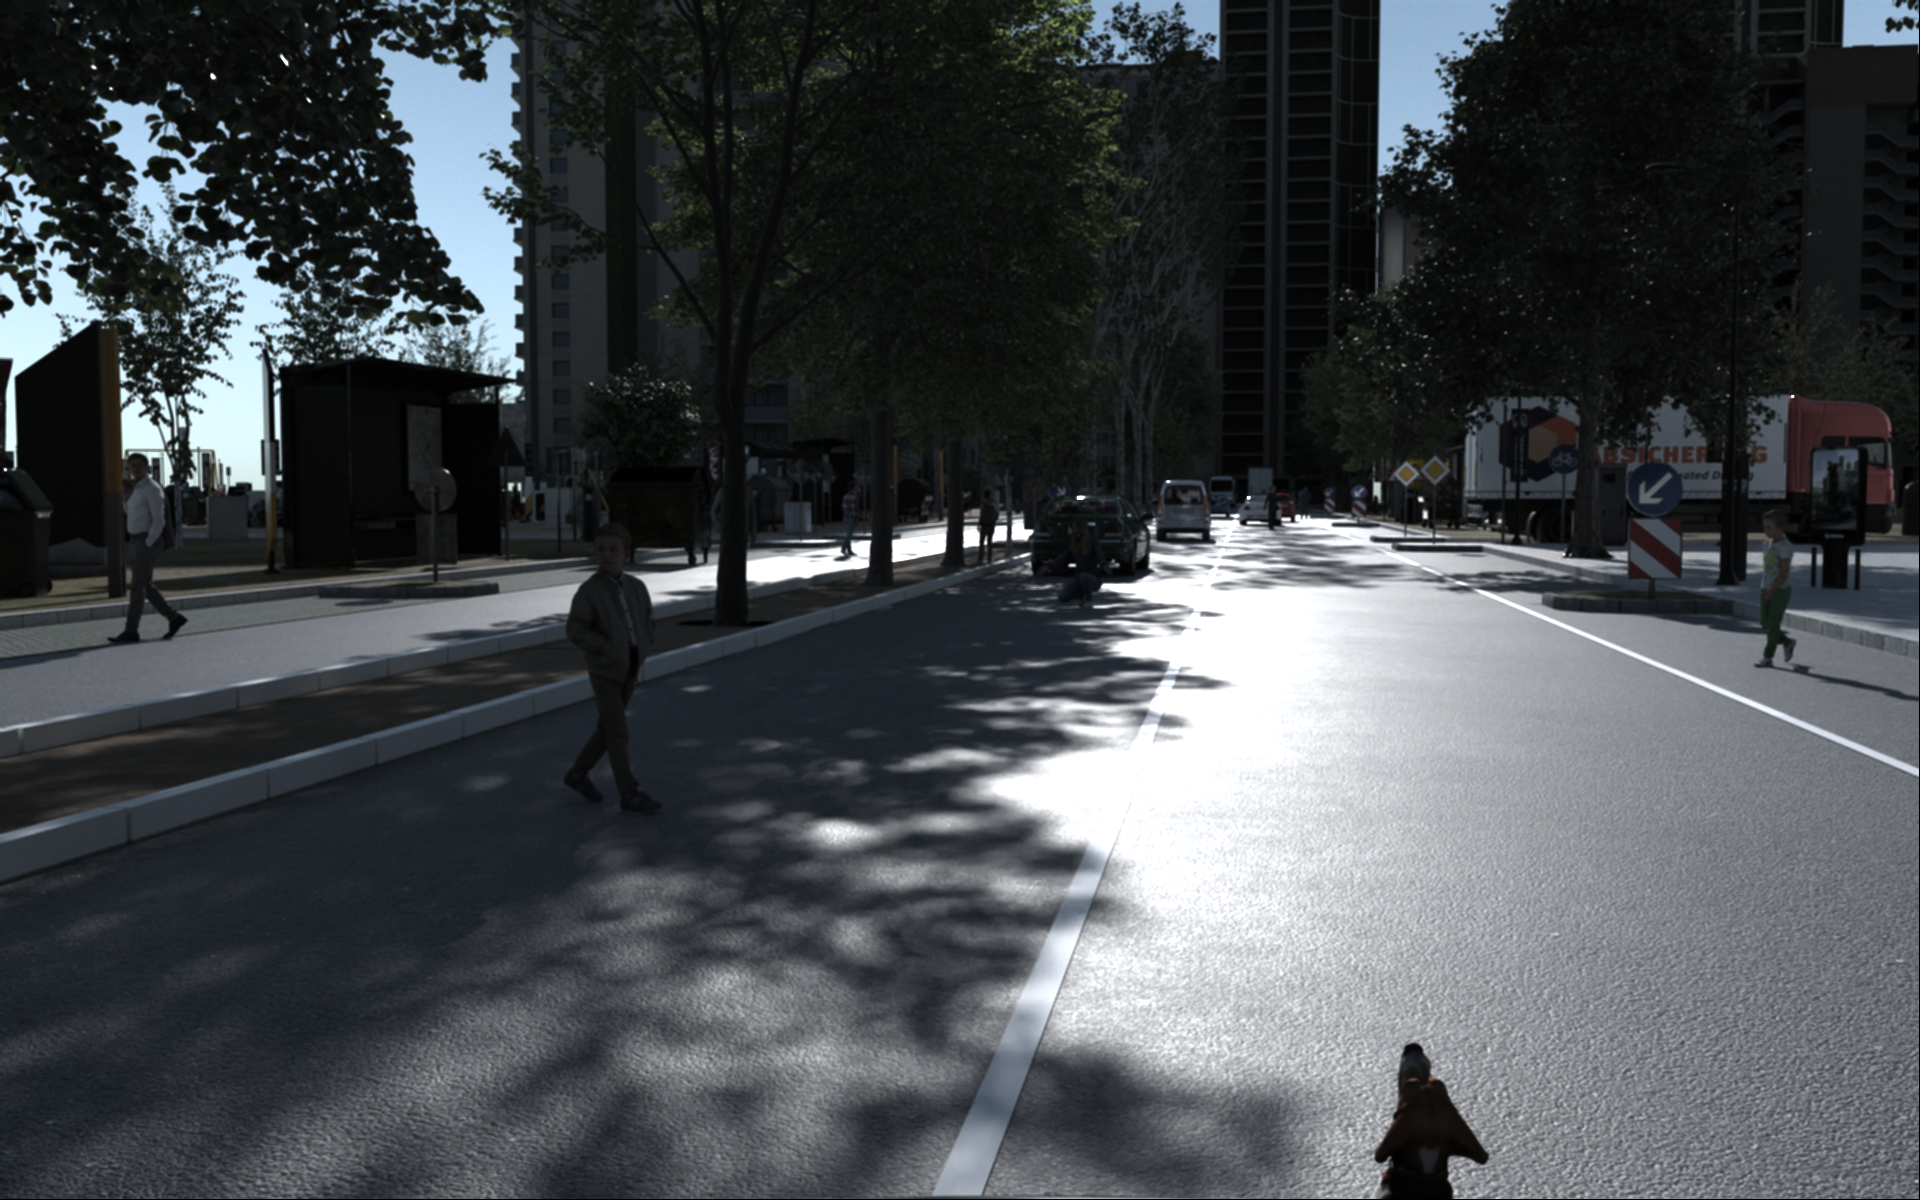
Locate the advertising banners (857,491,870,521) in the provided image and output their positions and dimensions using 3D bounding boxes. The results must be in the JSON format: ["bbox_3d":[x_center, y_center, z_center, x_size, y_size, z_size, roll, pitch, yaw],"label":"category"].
[{"bbox_3d":[-4.425,-5.282,82.545,0.090,3.025,2.074,1,4,22],"label":"advertising banners"}]

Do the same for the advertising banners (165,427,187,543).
[{"bbox_3d":[-20.853,-3.033,45.784,2.074,3.025,0.090,3,5,43],"label":"advertising banners"}]

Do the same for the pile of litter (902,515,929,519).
[{"bbox_3d":[-2.380,-4.660,90.162,1.176,0.858,1.719,-1,4,-20],"label":"pile of litter"}]

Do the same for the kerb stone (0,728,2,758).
[{"bbox_3d":[-5.287,0.808,8.980,0.120,0.150,1.000,1,4,9],"label":"kerb stone"}]

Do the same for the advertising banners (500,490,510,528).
[{"bbox_3d":[-17.515,-4.256,65.780,0.090,3.025,2.074,0,4,0],"label":"advertising banners"}]

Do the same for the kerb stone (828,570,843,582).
[{"bbox_3d":[-2.126,-0.366,28.179,0.120,0.150,1.000,1,4,9],"label":"kerb stone"}]

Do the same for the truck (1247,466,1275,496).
[{"bbox_3d":[31.070,-11.621,178.919,2.839,4.237,11.283,1,4,10],"label":"truck"}]

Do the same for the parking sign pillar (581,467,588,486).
[{"bbox_3d":[-21.822,-6.848,100.430,1.447,3.967,1.447,-1,4,-14],"label":"parking sign pillar"}]

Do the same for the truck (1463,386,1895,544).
[{"bbox_3d":[19.508,-3.529,46.612,11.283,4.237,2.839,1,4,9],"label":"truck"}]

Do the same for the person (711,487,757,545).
[{"bbox_3d":[-3.192,-0.974,24.532,0.635,1.810,0.391,-2,4,-28],"label":"person"}]

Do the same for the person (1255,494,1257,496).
[{"bbox_3d":[22.374,-7.306,131.182,0.991,1.433,0.599,0,4,-1],"label":"person"}]

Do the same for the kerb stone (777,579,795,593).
[{"bbox_3d":[-2.621,-0.181,25.152,0.120,0.150,1.000,1,4,9],"label":"kerb stone"}]

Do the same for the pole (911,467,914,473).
[{"bbox_3d":[-3.538,-8.320,129.870,0.158,3.312,0.155,0,3,0],"label":"pole"}]

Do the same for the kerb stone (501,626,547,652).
[{"bbox_3d":[-4.111,0.379,16.069,0.120,0.150,1.000,1,4,9],"label":"kerb stone"}]

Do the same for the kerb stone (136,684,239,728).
[{"bbox_3d":[-4.948,0.684,11.019,0.120,0.150,1.000,1,4,9],"label":"kerb stone"}]

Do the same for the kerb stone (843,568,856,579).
[{"bbox_3d":[-1.958,-0.425,29.187,0.120,0.150,1.000,1,4,9],"label":"kerb stone"}]

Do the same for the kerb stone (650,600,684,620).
[{"bbox_3d":[-3.448,0.128,20.103,0.120,0.150,1.000,1,4,9],"label":"kerb stone"}]

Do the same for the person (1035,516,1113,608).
[{"bbox_3d":[1.569,-0.478,21.815,1.012,1.151,0.738,3,5,39],"label":"person"}]

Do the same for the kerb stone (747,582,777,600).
[{"bbox_3d":[-2.781,-0.118,24.141,0.120,0.150,1.000,1,4,9],"label":"kerb stone"}]

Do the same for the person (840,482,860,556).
[{"bbox_3d":[-2.574,-1.894,40.303,0.643,1.720,0.563,-2,4,-29],"label":"person"}]

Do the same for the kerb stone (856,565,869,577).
[{"bbox_3d":[-1.780,-0.484,30.199,0.120,0.150,1.000,1,4,9],"label":"kerb stone"}]

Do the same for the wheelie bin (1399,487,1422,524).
[{"bbox_3d":[19.201,-4.050,74.125,0.693,1.594,0.980,-1,4,-12],"label":"wheelie bin"}]

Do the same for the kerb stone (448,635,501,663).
[{"bbox_3d":[-4.278,0.437,15.057,0.120,0.150,1.000,1,4,9],"label":"kerb stone"}]

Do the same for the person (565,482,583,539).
[{"bbox_3d":[-11.905,-2.793,54.292,0.853,1.813,0.709,1,4,18],"label":"person"}]

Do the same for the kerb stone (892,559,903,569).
[{"bbox_3d":[-1.293,-0.673,33.237,0.120,0.150,1.000,1,4,9],"label":"kerb stone"}]

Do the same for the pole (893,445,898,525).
[{"bbox_3d":[-2.706,-4.790,72.164,0.158,3.312,0.155,0,3,0],"label":"pole"}]

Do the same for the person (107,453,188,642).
[{"bbox_3d":[-7.980,-0.510,16.941,0.679,1.850,0.850,3,4,37],"label":"person"}]

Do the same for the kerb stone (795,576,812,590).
[{"bbox_3d":[-2.454,-0.242,26.160,0.120,0.150,1.000,1,4,9],"label":"kerb stone"}]

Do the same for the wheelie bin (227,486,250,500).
[{"bbox_3d":[-29.345,-3.822,70.401,0.693,1.594,0.980,3,5,44],"label":"wheelie bin"}]

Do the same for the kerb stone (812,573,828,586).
[{"bbox_3d":[-2.285,-0.304,27.169,0.120,0.150,1.000,1,4,9],"label":"kerb stone"}]

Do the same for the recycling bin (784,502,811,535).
[{"bbox_3d":[-5.166,-2.608,55.194,0.722,1.027,0.722,1,4,9],"label":"recycling bin"}]

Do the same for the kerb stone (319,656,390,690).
[{"bbox_3d":[-4.611,0.564,13.040,0.120,0.150,1.000,1,4,9],"label":"kerb stone"}]

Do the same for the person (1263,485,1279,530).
[{"bbox_3d":[12.382,-3.669,68.908,0.576,1.772,0.534,-3,5,-45],"label":"person"}]

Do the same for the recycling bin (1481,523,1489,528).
[{"bbox_3d":[20.512,-3.295,66.425,0.722,1.027,0.722,-2,4,-24],"label":"recycling bin"}]

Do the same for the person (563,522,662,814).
[{"bbox_3d":[-1.582,0.296,7.936,0.640,1.303,0.475,2,4,29],"label":"person"}]

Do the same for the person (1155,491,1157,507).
[{"bbox_3d":[21.471,-10.987,188.872,1.217,1.736,0.721,0,4,6],"label":"person"}]

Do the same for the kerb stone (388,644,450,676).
[{"bbox_3d":[-4.445,0.500,14.049,0.120,0.150,1.000,1,4,9],"label":"kerb stone"}]

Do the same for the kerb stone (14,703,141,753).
[{"bbox_3d":[-5.114,0.746,10.001,0.120,0.150,1.000,1,4,9],"label":"kerb stone"}]

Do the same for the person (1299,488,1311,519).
[{"bbox_3d":[19.520,-5.463,97.998,0.661,1.801,0.590,0,4,3],"label":"person"}]

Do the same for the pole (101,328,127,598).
[{"bbox_3d":[-10.471,-1.687,21.429,0.158,3.312,0.155,0,3,0],"label":"pole"}]

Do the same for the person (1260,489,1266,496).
[{"bbox_3d":[25.359,-8.324,144.602,1.348,1.823,0.705,1,4,14],"label":"person"}]

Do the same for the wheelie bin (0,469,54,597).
[{"bbox_3d":[-11.819,-0.842,21.675,0.693,1.594,0.980,-1,4,-9],"label":"wheelie bin"}]

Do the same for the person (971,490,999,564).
[{"bbox_3d":[0.522,-1.469,35.107,0.523,1.515,0.503,2,4,29],"label":"person"}]

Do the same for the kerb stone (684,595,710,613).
[{"bbox_3d":[-3.284,0.066,21.112,0.120,0.150,1.000,1,4,9],"label":"kerb stone"}]

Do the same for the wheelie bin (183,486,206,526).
[{"bbox_3d":[-30.918,-3.793,69.930,0.693,1.594,0.980,0,4,6],"label":"wheelie bin"}]

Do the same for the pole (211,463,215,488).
[{"bbox_3d":[-49.128,-7.345,113.934,0.158,3.312,0.155,0,3,0],"label":"pole"}]

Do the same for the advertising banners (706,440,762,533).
[{"bbox_3d":[-7.375,-3.690,56.513,2.074,3.025,0.090,-3,4,-38],"label":"advertising banners"}]

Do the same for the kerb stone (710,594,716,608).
[{"bbox_3d":[-3.110,0.007,22.119,0.120,0.150,1.000,1,4,9],"label":"kerb stone"}]

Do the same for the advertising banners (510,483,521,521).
[{"bbox_3d":[-21.597,-5.311,83.024,0.090,3.025,2.074,-3,5,-39],"label":"advertising banners"}]

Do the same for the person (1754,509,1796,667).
[{"bbox_3d":[6.830,-0.105,14.461,0.590,1.304,0.306,-2,4,-32],"label":"person"}]

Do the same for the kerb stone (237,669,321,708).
[{"bbox_3d":[-4.774,0.622,12.031,0.120,0.150,1.000,1,4,9],"label":"kerb stone"}]

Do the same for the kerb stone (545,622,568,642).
[{"bbox_3d":[-3.946,0.313,17.078,0.120,0.150,1.000,1,4,9],"label":"kerb stone"}]

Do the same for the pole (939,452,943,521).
[{"bbox_3d":[-0.915,-5.474,83.337,0.158,3.312,0.155,0,3,0],"label":"pole"}]

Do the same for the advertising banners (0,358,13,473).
[{"bbox_3d":[-13.005,-1.564,21.762,2.074,3.025,0.090,-3,5,-40],"label":"advertising banners"}]
